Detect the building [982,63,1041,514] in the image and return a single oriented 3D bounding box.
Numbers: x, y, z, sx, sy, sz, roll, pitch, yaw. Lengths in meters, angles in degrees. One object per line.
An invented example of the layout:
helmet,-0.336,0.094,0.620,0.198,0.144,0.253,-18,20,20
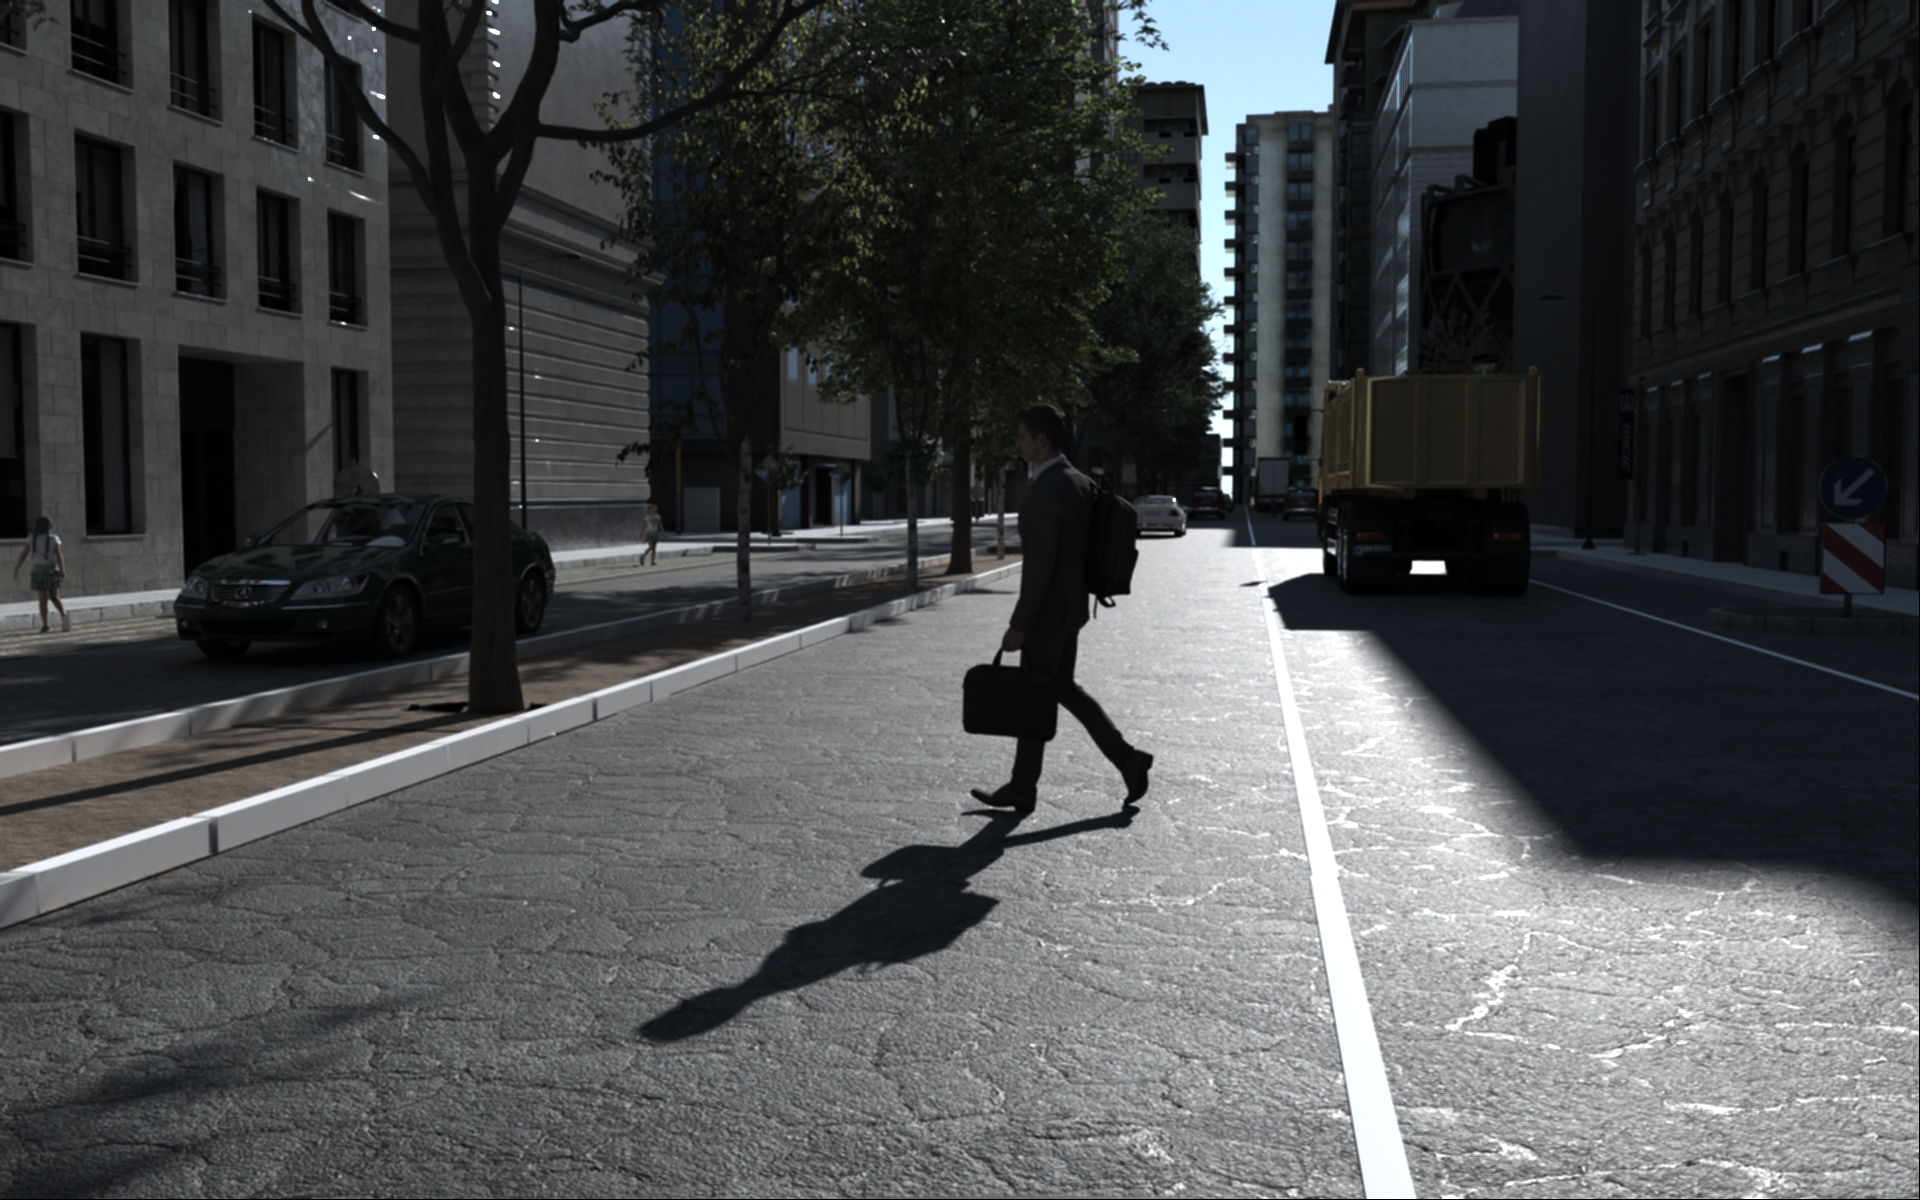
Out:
building,-2.619,-21.058,116.001,14.160,30.474,14.107,1,4,9

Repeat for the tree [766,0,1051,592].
tree,-0.688,-4.396,24.686,4.737,8.622,4.395,0,3,0

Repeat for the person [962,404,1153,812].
person,0.449,0.042,7.770,0.822,1.834,0.622,1,4,10

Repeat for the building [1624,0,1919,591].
building,18.716,-11.082,30.337,9.793,20.994,18.267,1,4,9

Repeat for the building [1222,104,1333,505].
building,48.184,-36.421,215.086,30.456,49.044,23.786,1,4,9

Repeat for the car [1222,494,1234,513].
car,19.906,-7.546,132.181,1.959,1.807,4.718,1,4,11

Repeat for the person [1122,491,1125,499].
person,14.789,-9.004,156.452,0.721,1.736,1.217,0,4,-5

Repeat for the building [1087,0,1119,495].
building,6.499,-46.025,190.757,20.611,71.187,20.563,1,4,9

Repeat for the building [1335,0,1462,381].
building,44.997,-30.503,153.347,22.147,44.769,28.867,1,4,9

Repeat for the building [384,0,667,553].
building,-17.785,-12.950,40.605,19.941,23.489,11.050,1,4,9

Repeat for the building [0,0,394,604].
building,-16.117,-10.201,21.541,10.420,20.320,16.860,1,4,9

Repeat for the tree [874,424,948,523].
tree,-2.230,-5.773,78.109,4.285,4.588,4.351,0,3,0

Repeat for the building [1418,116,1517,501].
building,30.735,-13.217,83.555,16.820,18.784,16.811,1,4,9

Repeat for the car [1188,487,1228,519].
car,14.248,-5.573,99.793,2.281,1.827,5.304,1,4,10

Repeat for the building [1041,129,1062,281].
building,0.130,-22.165,134.091,14.160,30.474,14.107,1,4,9

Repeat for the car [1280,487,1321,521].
car,18.410,-5.173,93.257,2.281,1.827,5.304,1,4,10

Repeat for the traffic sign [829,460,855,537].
traffic sign,-3.529,-2.931,51.567,0.795,2.450,0.064,1,4,9

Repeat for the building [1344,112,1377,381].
building,36.717,-22.117,133.315,14.160,30.474,14.107,1,4,9

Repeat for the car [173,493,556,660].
car,-5.496,-0.292,16.577,2.131,1.459,4.920,1,4,10

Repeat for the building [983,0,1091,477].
building,3.595,-30.477,148.410,14.600,45.320,14.200,1,4,9

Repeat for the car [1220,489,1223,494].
car,20.267,-7.954,138.721,2.281,1.827,5.304,1,4,8

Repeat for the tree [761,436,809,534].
tree,-5.920,-3.719,55.412,1.663,3.219,1.824,0,3,0

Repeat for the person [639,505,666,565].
person,-6.171,-1.302,34.799,0.505,1.210,0.382,-3,4,-39

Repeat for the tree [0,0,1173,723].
tree,-3.041,-5.993,10.809,12.009,13.543,11.850,0,3,0

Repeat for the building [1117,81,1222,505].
building,19.864,-38.774,223.199,27.495,52.752,28.713,1,4,9

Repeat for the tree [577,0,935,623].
tree,-2.374,-4.062,19.228,4.360,8.622,3.978,0,3,0

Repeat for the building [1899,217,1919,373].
building,16.497,-11.442,6.150,14.314,24.678,30.058,1,4,9

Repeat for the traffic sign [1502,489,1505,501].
traffic sign,12.792,-2.273,40.800,0.795,2.450,0.064,1,4,9

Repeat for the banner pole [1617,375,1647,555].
banner pole,14.123,-2.839,36.441,0.863,3.779,0.401,-2,4,-27

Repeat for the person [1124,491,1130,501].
person,16.855,-10.129,174.833,0.721,1.735,1.217,-1,4,-18

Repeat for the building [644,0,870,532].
building,-11.677,-25.372,64.943,14.600,45.320,14.200,1,4,9

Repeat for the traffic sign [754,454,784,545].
traffic sign,-4.816,-2.449,43.686,0.795,2.450,0.064,1,4,9

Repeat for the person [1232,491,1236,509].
person,26.370,-9.601,166.196,0.721,1.743,1.217,1,4,15

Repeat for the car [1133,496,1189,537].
car,6.727,-2.858,59.093,2.083,1.381,4.827,1,4,10

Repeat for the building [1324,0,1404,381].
building,53.048,-36.184,180.844,28.713,52.752,27.495,1,4,9

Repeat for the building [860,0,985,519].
building,-6.614,-25.100,93.976,14.154,41.232,14.086,1,4,9

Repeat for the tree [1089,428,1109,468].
tree,13.729,-13.973,178.819,4.737,8.622,4.395,0,3,0

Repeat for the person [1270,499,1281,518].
person,19.238,-5.590,105.390,0.738,1.151,1.012,3,4,38

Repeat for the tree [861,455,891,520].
tree,-4.211,-5.603,86.202,1.663,3.219,1.824,0,3,0

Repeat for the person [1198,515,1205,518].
person,14.710,-5.902,105.205,0.606,1.804,0.583,-2,4,-29

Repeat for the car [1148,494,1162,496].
car,17.566,-8.933,155.837,2.009,1.686,4.222,1,4,8

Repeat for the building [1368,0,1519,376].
building,31.796,-20.130,106.618,11.434,29.767,29.804,1,4,9

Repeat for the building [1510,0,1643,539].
building,30.197,-15.821,52.177,24.014,27.812,14.314,1,4,9

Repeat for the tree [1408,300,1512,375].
tree,19.360,-7.126,66.879,4.737,8.622,4.395,0,3,0

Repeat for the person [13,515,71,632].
person,-9.440,-0.262,17.800,0.505,1.210,0.382,-2,4,-30
